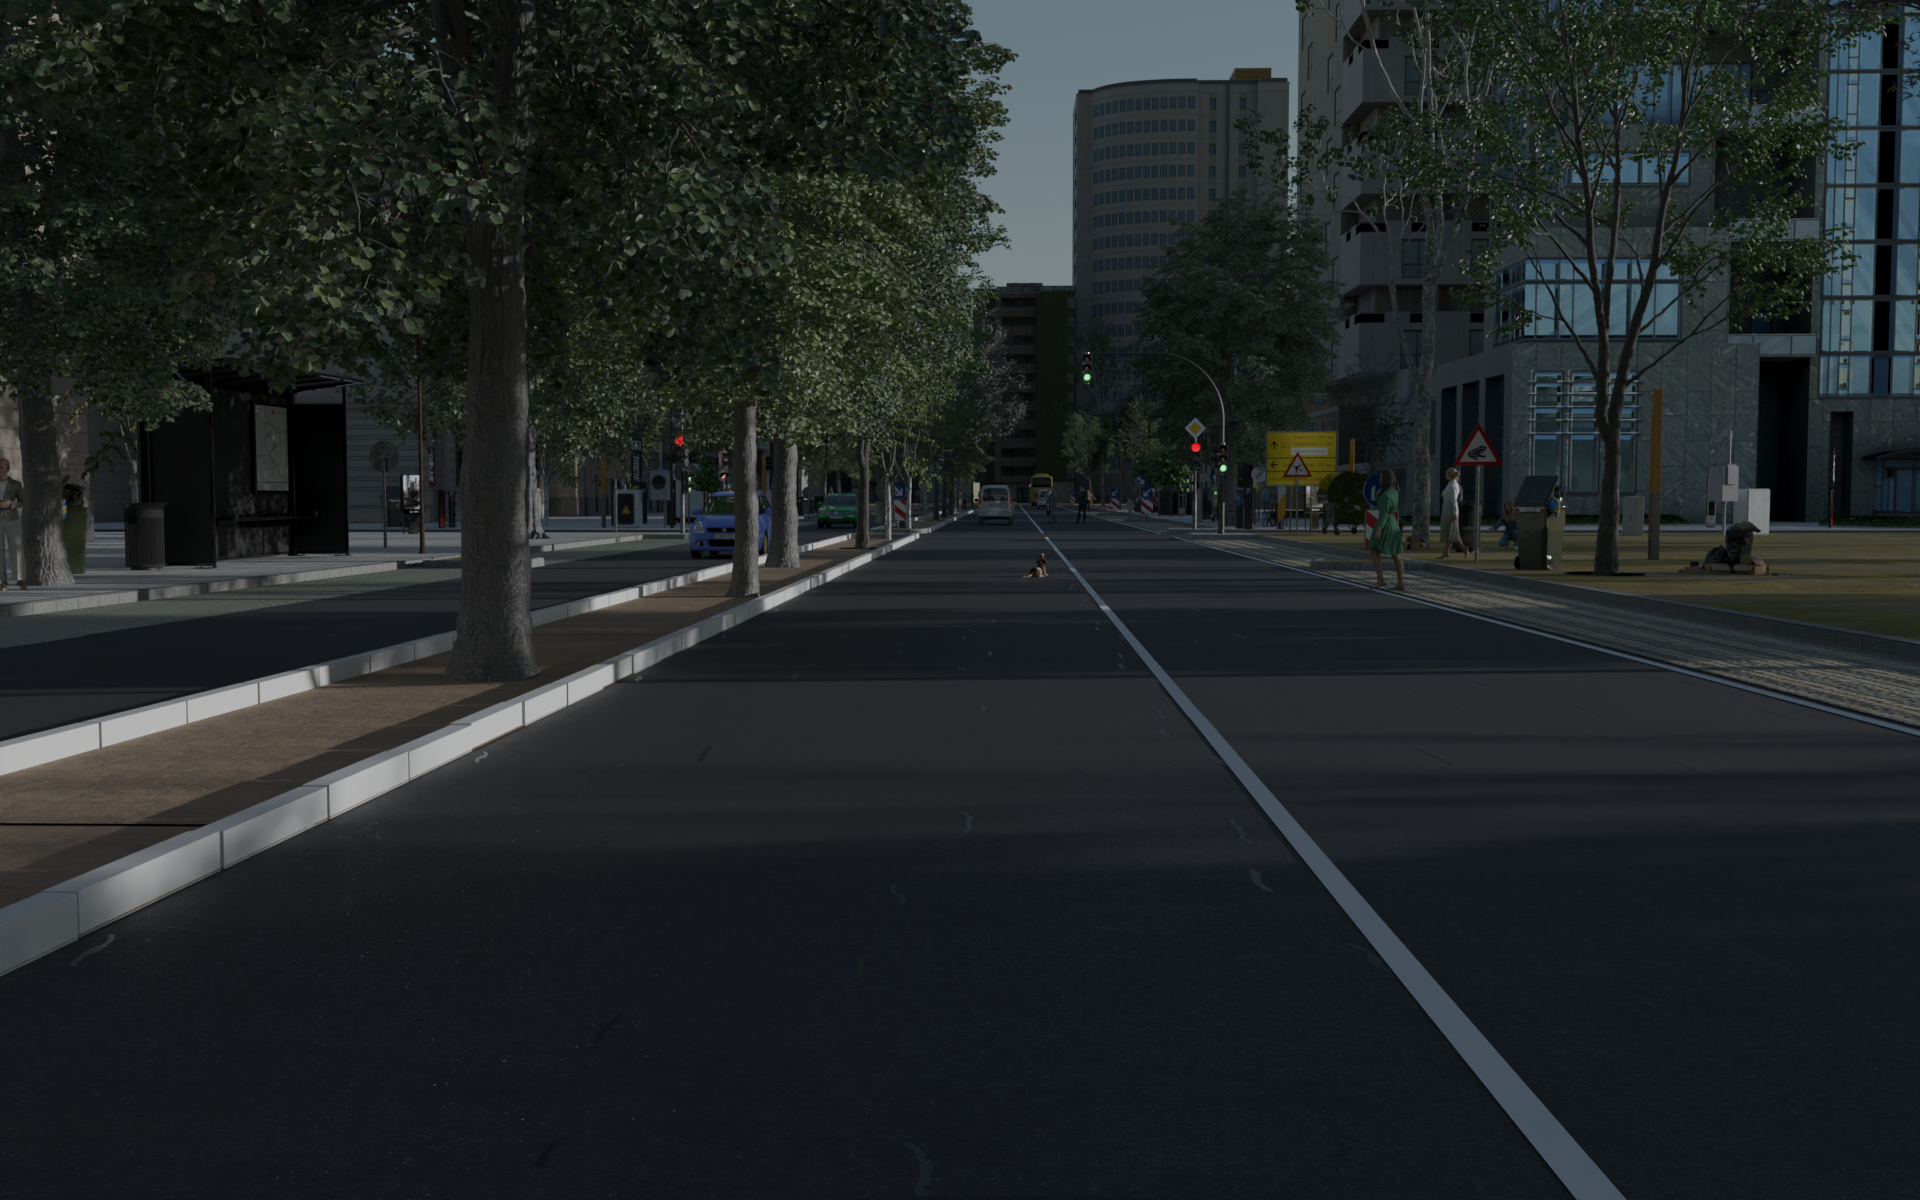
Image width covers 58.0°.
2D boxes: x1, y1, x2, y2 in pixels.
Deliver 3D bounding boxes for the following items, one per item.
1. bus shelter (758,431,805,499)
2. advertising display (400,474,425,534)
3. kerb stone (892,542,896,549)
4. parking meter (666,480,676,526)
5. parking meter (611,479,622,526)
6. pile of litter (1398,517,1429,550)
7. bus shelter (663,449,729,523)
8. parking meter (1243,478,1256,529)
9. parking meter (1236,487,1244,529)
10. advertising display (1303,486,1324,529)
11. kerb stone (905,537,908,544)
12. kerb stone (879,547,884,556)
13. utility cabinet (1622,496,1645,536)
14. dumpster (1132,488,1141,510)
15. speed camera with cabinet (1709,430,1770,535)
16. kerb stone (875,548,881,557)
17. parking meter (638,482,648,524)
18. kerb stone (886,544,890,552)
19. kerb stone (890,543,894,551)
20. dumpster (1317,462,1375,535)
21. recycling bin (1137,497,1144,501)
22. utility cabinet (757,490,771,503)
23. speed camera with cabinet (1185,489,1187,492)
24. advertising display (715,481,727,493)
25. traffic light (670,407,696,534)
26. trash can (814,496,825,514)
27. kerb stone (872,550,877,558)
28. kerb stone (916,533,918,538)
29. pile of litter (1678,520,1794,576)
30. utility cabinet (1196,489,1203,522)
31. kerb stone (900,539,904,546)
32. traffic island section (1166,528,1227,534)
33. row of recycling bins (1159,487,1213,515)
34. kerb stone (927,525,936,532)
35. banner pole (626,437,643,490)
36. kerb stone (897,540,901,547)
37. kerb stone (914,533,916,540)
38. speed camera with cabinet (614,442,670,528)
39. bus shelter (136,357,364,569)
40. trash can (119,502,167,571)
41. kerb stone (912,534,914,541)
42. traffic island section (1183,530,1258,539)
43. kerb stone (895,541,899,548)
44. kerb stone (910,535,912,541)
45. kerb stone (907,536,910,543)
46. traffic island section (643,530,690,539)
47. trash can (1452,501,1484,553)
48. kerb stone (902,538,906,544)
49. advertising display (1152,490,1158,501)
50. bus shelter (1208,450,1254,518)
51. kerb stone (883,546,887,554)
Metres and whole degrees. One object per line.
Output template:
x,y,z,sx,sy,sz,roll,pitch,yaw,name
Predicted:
-11.731,-8.283,113.063,2.179,5.291,8.768,0,4,2,bus shelter
-17.557,-3.079,55.555,0.123,1.923,0.974,2,4,26,advertising display
-1.781,-1.335,44.025,0.120,0.150,1.000,0,4,2,kerb stone
-11.817,-3.976,70.722,0.399,1.863,0.255,-2,4,-35,parking meter
-13.712,-3.879,69.129,0.399,1.863,0.255,-3,5,-40,parking meter
10.296,-1.599,40.110,1.719,0.858,1.176,-2,4,-34,pile of litter
-11.898,-5.171,78.471,2.014,3.302,5.546,0,4,2,bus shelter
10.517,-3.498,62.907,0.399,1.863,0.255,3,4,36,parking meter
10.405,-3.404,64.061,0.372,1.533,0.369,0,3,0,parking meter
12.938,-3.547,63.202,0.974,1.923,0.123,-2,4,-31,advertising display
-1.638,-1.648,49.145,0.120,0.150,1.000,0,4,2,kerb stone
-1.901,-1.084,39.923,0.120,0.150,1.000,0,4,2,kerb stone
20.804,-2.593,53.550,0.306,1.237,1.020,0,4,1,utility cabinet
14.180,-7.954,135.807,1.264,1.857,1.865,0,4,2,dumpster
24.446,-3.668,54.304,2.038,3.252,0.660,-2,4,-24,speed camera with cabinet
-1.938,-1.015,38.890,0.120,0.150,1.000,0,4,2,kerb stone
-13.617,-4.206,74.481,0.399,1.863,0.255,-1,4,-12,parking meter
-1.842,-1.209,41.965,0.120,0.150,1.000,0,4,2,kerb stone
-1.806,-1.270,42.994,0.120,0.150,1.000,0,4,2,kerb stone
12.099,-3.169,54.303,1.502,2.255,1.985,0,4,2,dumpster
13.724,-7.199,130.257,0.722,1.027,0.722,2,4,25,recycling bin
-10.734,-5.396,96.909,1.173,1.500,0.318,1,4,9,utility cabinet
14.214,-7.193,111.936,2.038,3.252,0.660,3,4,36,speed camera with cabinet
-11.885,-4.947,86.104,0.123,1.923,0.974,1,4,21,advertising display
-8.985,-4.108,56.090,0.839,4.253,0.868,0,4,2,traffic light
-9.223,-6.226,113.447,0.748,1.137,0.748,0,3,0,trash can
-1.965,-0.958,37.869,0.120,0.150,1.000,0,4,2,kerb stone
-1.484,-1.961,54.265,0.120,0.150,1.000,0,4,2,kerb stone
12.457,-0.847,27.819,1.176,0.858,1.719,-2,4,-29,pile of litter
10.907,-4.305,79.072,0.318,1.500,1.173,1,4,11,utility cabinet
-1.691,-1.523,47.097,0.120,0.150,1.000,0,4,2,kerb stone
8.642,-2.533,63.697,2.009,0.180,2.903,0,4,2,traffic island section
13.822,-6.051,106.052,3.534,1.692,1.069,-1,4,-17,row of recycling bins
-1.115,-2.745,67.080,0.120,0.150,1.000,0,4,2,kerb stone
-12.736,-4.730,67.360,0.863,3.779,0.401,0,4,3,banner pole
-1.725,-1.460,46.074,0.120,0.150,1.000,0,4,2,kerb stone
-1.511,-1.898,53.236,0.120,0.150,1.000,0,4,2,kerb stone
-12.028,-4.352,65.495,2.038,3.252,0.660,0,4,1,speed camera with cabinet
-13.252,-2.539,32.798,1.731,3.624,6.357,0,4,2,bus shelter
-13.769,-1.076,29.239,0.748,1.137,0.748,0,3,0,trash can
-1.542,-1.836,52.214,0.120,0.150,1.000,0,4,2,kerb stone
8.409,-2.045,55.715,2.009,0.180,2.903,0,4,2,traffic island section
-1.755,-1.394,45.048,0.120,0.150,1.000,0,4,2,kerb stone
-1.581,-1.766,51.188,0.120,0.150,1.000,0,4,2,kerb stone
-1.607,-1.711,50.166,0.120,0.150,1.000,0,4,2,kerb stone
-9.025,-2.076,56.225,2.009,0.180,2.903,0,4,2,traffic island section
11.125,-1.614,38.045,0.748,1.137,0.748,0,3,0,trash can
-1.665,-1.586,48.120,0.120,0.150,1.000,0,4,2,kerb stone
15.663,-8.132,138.175,0.974,1.923,0.123,-1,4,-11,advertising display
14.171,-6.082,90.717,1.731,3.624,6.357,0,4,2,bus shelter
-1.870,-1.147,40.944,0.120,0.150,1.000,0,4,2,kerb stone
